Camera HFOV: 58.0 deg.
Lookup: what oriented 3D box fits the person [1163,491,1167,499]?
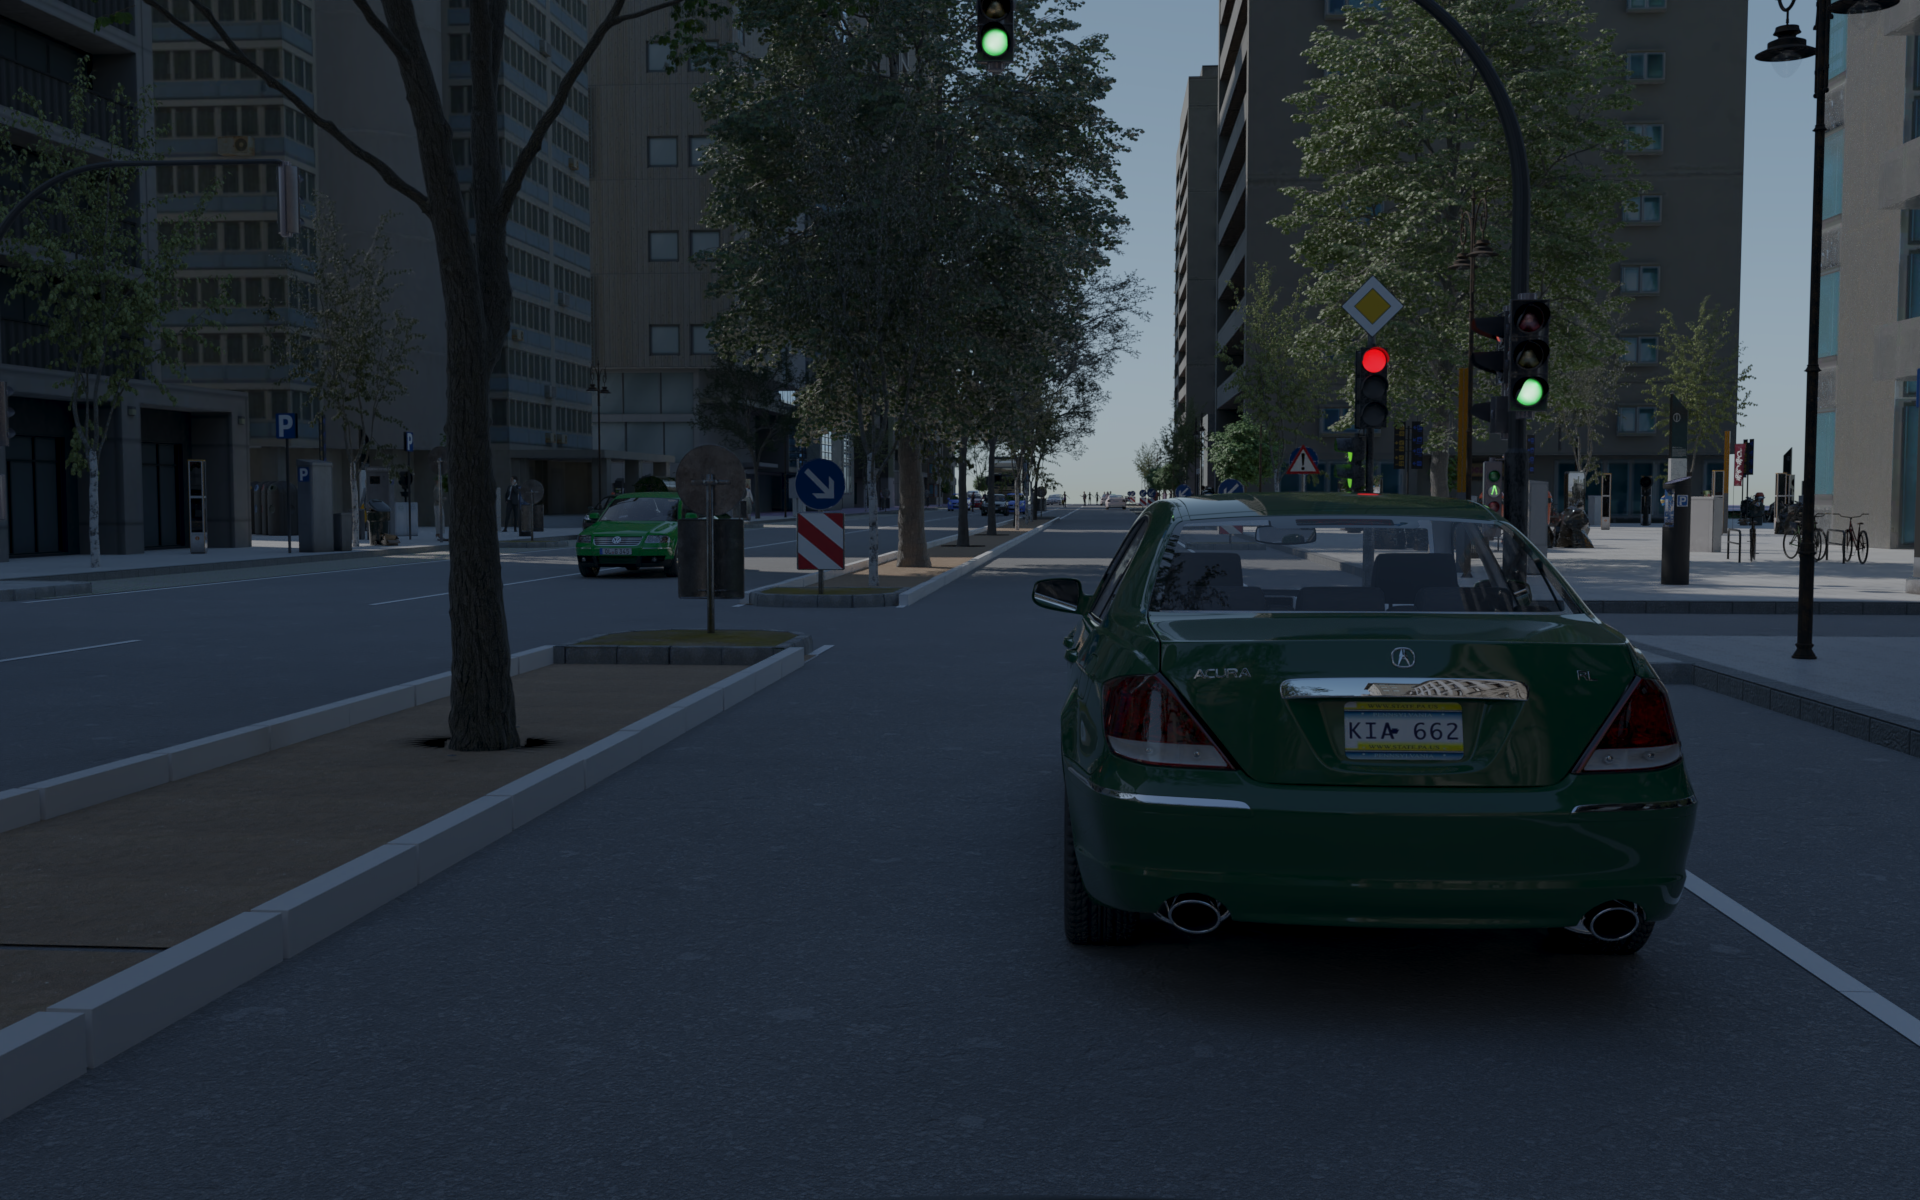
[{"bbox_3d":[28.662,-14.386,241.917,0.551,1.740,0.621,-1,4,-8],"label":"person"}]

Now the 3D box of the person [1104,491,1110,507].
[{"bbox_3d":[16.939,-11.608,198.963,0.551,1.740,0.621,-3,5,-41],"label":"person"}]

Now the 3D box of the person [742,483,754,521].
[{"bbox_3d":[-10.248,-4.703,83.156,0.478,1.798,0.641,3,4,37],"label":"person"}]

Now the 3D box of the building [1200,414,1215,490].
[{"bbox_3d":[30.583,-50.044,130.895,22.319,86.520,31.000,0,4,5],"label":"building"}]

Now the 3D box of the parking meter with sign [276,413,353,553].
[{"bbox_3d":[-14.181,-2.562,38.157,0.543,3.016,1.738,1,4,23],"label":"parking meter with sign"}]

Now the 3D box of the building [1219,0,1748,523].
[{"bbox_3d":[24.059,-28.199,84.763,21.300,48.544,21.600,0,4,5],"label":"building"}]

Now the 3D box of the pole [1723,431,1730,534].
[{"bbox_3d":[24.805,-3.805,56.062,0.158,3.312,0.155,0,3,0],"label":"pole"}]

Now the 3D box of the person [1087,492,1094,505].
[{"bbox_3d":[16.973,-13.280,226.352,1.217,1.735,0.721,0,4,0],"label":"person"}]

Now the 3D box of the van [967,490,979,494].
[{"bbox_3d":[1.448,-11.797,199.895,2.013,2.044,4.112,0,4,4],"label":"van"}]

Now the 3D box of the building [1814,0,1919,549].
[{"bbox_3d":[33.845,-25.261,32.620,30.456,49.044,23.786,0,4,5],"label":"building"}]

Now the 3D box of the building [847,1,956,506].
[{"bbox_3d":[-11.154,-49.429,246.415,20.563,71.187,20.611,0,4,5],"label":"building"}]

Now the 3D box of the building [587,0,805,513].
[{"bbox_3d":[-25.305,-32.056,113.350,28.713,52.752,27.495,0,4,5],"label":"building"}]

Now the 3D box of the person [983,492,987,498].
[{"bbox_3d":[3.182,-12.907,220.443,0.541,1.710,0.530,1,4,16],"label":"person"}]

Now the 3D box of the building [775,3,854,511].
[{"bbox_3d":[-20.105,-50.673,141.180,22.319,86.520,31.000,0,4,5],"label":"building"}]

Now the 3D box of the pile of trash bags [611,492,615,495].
[{"bbox_3d":[-17.523,-5.166,94.215,3.447,1.369,1.912,0,4,-6],"label":"pile of trash bags"}]

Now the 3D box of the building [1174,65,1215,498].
[{"bbox_3d":[35.448,-34.780,192.357,21.300,48.544,21.600,0,4,5],"label":"building"}]

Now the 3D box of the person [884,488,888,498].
[{"bbox_3d":[-6.629,-9.030,153.548,0.599,1.838,0.709,2,4,31],"label":"person"}]

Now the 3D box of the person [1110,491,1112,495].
[{"bbox_3d":[20.164,-13.645,231.560,0.705,1.831,1.348,1,4,8],"label":"person"}]

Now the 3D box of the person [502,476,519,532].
[{"bbox_3d":[-15.197,-3.264,58.771,0.648,1.900,0.474,0,4,5],"label":"person"}]

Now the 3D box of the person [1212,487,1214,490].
[{"bbox_3d":[16.659,-6.595,114.590,1.217,1.735,0.721,-2,4,-29],"label":"person"}]

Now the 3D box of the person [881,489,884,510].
[{"bbox_3d":[-6.325,-8.129,139.893,0.436,1.711,0.756,3,5,40],"label":"person"}]

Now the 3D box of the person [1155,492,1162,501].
[{"bbox_3d":[23.095,-12.065,203.266,1.348,1.831,0.705,2,4,29],"label":"person"}]

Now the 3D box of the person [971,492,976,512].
[{"bbox_3d":[1.101,-7.918,139.424,0.415,1.643,0.593,-1,4,-15],"label":"person"}]

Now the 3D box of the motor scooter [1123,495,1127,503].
[{"bbox_3d":[24.255,-14.701,253.137,0.815,1.314,1.986,0,4,5],"label":"motor scooter"}]

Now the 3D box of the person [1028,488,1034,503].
[{"bbox_3d":[4.548,-6.198,109.843,0.705,1.823,1.348,0,4,-8],"label":"person"}]

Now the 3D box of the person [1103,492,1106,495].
[{"bbox_3d":[19.951,-14.087,239.370,0.990,1.755,0.434,3,5,45],"label":"person"}]

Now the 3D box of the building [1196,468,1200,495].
[{"bbox_3d":[32.528,-43.977,157.278,20.563,71.187,20.611,0,4,5],"label":"building"}]

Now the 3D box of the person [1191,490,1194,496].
[{"bbox_3d":[23.098,-10.165,173.035,0.445,1.727,0.742,3,5,39],"label":"person"}]

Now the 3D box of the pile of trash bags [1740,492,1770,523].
[{"bbox_3d":[36.397,-4.208,78.550,1.912,1.369,3.447,1,4,18],"label":"pile of trash bags"}]

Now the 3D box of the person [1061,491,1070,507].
[{"bbox_3d":[11.315,-10.816,186.023,0.721,1.739,1.217,-3,5,-45],"label":"person"}]

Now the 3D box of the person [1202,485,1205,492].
[{"bbox_3d":[16.455,-6.832,117.382,0.705,1.869,1.348,0,4,2],"label":"person"}]

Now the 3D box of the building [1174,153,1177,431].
[{"bbox_3d":[37.675,-36.092,213.805,21.300,48.544,21.600,0,4,5],"label":"building"}]

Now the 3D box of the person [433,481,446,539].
[{"bbox_3d":[-14.975,-2.649,49.904,0.362,1.759,0.519,-1,4,-12],"label":"person"}]

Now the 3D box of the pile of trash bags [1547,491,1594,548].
[{"bbox_3d":[14.395,-2.001,42.475,1.912,1.369,3.447,1,4,13],"label":"pile of trash bags"}]

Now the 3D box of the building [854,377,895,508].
[{"bbox_3d":[-14.081,-24.054,164.977,14.160,30.474,14.107,0,4,5],"label":"building"}]

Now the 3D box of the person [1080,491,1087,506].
[{"bbox_3d":[14.534,-11.947,204.363,0.750,1.759,0.617,-1,4,-18],"label":"person"}]

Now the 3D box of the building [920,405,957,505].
[{"bbox_3d":[-15.437,-23.147,223.494,27.650,21.520,28.899,0,4,5],"label":"building"}]

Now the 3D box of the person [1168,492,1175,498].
[{"bbox_3d":[23.665,-11.510,194.950,1.217,1.735,0.721,3,4,36],"label":"person"}]

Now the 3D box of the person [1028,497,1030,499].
[{"bbox_3d":[8.879,-12.491,215.990,1.065,1.426,0.557,-2,4,-28],"label":"person"}]

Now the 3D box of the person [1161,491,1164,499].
[{"bbox_3d":[28.672,-14.559,244.084,1.348,1.824,0.705,-2,4,-28],"label":"person"}]

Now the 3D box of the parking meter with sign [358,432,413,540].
[{"bbox_3d":[-16.282,-3.203,48.625,1.738,3.016,0.543,0,4,1],"label":"parking meter with sign"}]

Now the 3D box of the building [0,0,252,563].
[{"bbox_3d":[-27.695,-36.567,36.120,20.563,71.187,20.611,0,4,5],"label":"building"}]

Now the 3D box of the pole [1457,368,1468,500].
[{"bbox_3d":[8.181,-2.101,28.188,0.158,3.312,0.155,0,3,0],"label":"pole"}]

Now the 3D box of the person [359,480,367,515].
[{"bbox_3d":[-18.881,-2.998,55.235,0.728,1.800,0.709,3,5,43],"label":"person"}]

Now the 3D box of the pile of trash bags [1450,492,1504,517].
[{"bbox_3d":[11.016,-1.837,39.791,1.912,1.369,3.447,-3,5,-39],"label":"pile of trash bags"}]

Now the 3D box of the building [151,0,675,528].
[{"bbox_3d":[-29.365,-23.304,72.895,32.217,40.220,23.993,0,4,5],"label":"building"}]

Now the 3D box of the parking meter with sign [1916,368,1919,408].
[{"bbox_3d":[14.072,-1.718,24.354,1.738,3.016,0.543,-3,4,-39],"label":"parking meter with sign"}]

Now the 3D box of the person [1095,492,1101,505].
[{"bbox_3d":[18.553,-13.706,233.386,0.721,1.735,1.217,3,5,40],"label":"person"}]

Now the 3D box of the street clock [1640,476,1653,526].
[{"bbox_3d":[27.626,-3.986,69.734,0.471,2.002,0.358,3,5,42],"label":"street clock"}]

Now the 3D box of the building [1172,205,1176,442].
[{"bbox_3d":[40.918,-35.808,240.090,22.147,44.769,28.867,0,4,5],"label":"building"}]

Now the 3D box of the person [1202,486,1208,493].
[{"bbox_3d":[16.037,-6.518,112.695,1.350,1.814,0.705,1,4,22],"label":"person"}]

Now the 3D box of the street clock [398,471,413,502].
[{"bbox_3d":[-17.478,-3.061,54.613,0.358,2.002,0.471,1,4,19],"label":"street clock"}]
